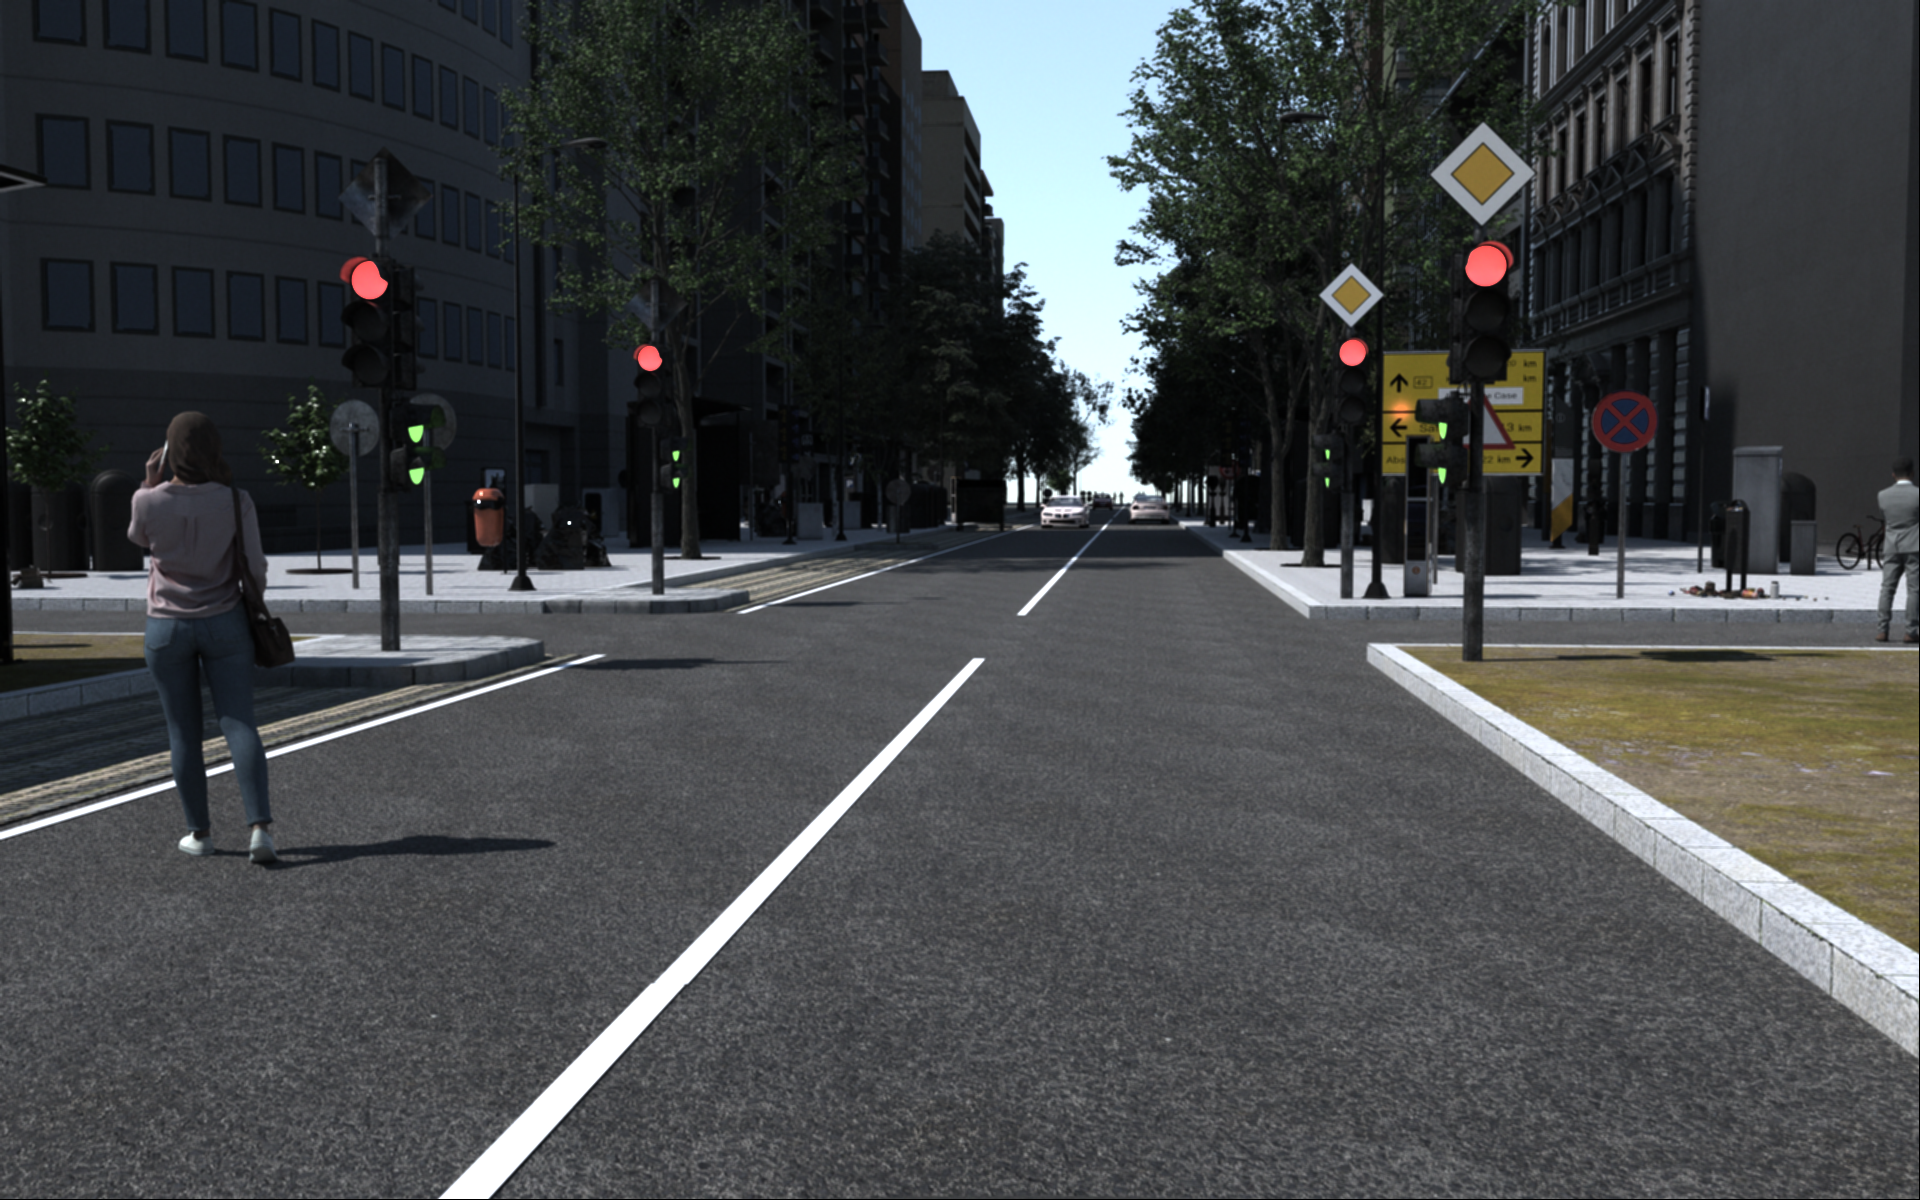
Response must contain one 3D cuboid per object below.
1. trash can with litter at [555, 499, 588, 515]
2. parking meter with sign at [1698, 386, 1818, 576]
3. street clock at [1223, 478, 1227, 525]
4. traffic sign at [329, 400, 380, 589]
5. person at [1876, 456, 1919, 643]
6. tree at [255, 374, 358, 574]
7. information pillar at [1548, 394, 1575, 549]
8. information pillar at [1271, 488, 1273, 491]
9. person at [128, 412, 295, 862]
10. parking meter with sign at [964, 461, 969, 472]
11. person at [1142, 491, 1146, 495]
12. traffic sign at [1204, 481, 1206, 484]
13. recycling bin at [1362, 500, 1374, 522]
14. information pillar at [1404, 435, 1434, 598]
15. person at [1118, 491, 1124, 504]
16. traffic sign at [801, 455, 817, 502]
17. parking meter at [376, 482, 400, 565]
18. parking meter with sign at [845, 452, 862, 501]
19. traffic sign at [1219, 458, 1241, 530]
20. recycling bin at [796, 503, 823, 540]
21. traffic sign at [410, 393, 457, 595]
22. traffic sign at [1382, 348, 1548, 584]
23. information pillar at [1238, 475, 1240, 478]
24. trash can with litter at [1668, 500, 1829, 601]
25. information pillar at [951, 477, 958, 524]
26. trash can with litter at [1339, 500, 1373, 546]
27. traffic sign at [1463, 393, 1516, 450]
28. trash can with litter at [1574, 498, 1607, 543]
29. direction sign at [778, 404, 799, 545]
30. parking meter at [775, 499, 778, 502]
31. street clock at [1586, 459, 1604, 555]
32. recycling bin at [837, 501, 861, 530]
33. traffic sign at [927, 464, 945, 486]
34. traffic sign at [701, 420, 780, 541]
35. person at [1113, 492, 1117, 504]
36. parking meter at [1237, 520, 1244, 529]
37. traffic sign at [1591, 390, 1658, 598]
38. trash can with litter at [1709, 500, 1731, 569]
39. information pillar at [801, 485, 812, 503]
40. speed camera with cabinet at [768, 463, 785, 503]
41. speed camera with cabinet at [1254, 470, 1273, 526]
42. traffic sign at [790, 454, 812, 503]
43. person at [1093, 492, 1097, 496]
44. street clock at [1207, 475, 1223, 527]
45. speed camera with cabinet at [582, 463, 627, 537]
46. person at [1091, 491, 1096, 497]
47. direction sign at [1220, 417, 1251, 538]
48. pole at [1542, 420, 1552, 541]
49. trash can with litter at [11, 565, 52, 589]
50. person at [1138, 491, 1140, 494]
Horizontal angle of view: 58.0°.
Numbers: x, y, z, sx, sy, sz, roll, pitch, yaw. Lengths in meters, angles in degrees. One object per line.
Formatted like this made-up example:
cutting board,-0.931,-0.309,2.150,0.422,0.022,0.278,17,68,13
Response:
trash can with litter,-8.534,-1.588,37.350,0.624,1.170,1.055,1,4,23
parking meter with sign,12.739,-1.919,27.644,1.738,3.016,0.543,2,4,30
street clock,10.987,-4.156,72.522,0.358,2.002,0.471,1,4,17
traffic sign,-8.197,-1.426,23.423,0.768,2.556,0.104,1,4,13
person,9.173,-0.495,16.780,0.511,1.800,0.466,3,4,36
tree,-10.544,-2.045,28.032,1.663,3.219,1.824,0,3,0
information pillar,14.087,-3.007,40.518,0.504,3.616,0.183,0,4,-1
information pillar,11.725,-3.673,64.545,0.304,2.012,0.304,3,4,36
person,-2.914,0.142,6.770,0.593,1.750,0.643,-2,4,-25
parking meter with sign,0.401,-5.927,93.172,0.543,3.016,1.738,1,4,13
person,25.179,-14.022,237.891,1.348,1.807,0.705,-1,4,-9
traffic sign,13.086,-5.492,89.803,0.884,2.594,0.081,1,4,12
recycling bin,18.928,-4.086,79.353,0.722,1.027,0.722,-1,4,-20
information pillar,5.716,-1.045,21.576,0.304,2.012,0.304,2,4,24
person,22.302,-14.139,239.755,0.705,1.814,1.350,-2,4,-34
traffic sign,-5.068,-3.478,56.969,0.768,2.556,0.104,1,4,13
parking meter,-10.329,-1.398,31.273,0.372,1.533,0.369,0,3,0
parking meter with sign,-4.468,-4.571,71.000,0.543,3.016,1.738,1,4,10
traffic sign,9.602,-3.761,61.604,0.768,2.556,0.104,1,4,13
recycling bin,-4.242,-2.217,48.810,0.722,1.027,0.722,-1,4,-9
traffic sign,-6.742,-1.335,21.932,0.768,2.556,0.104,1,4,8
traffic sign,7.077,-1.872,24.479,2.265,3.308,0.079,1,4,13
information pillar,10.783,-3.760,65.964,0.304,2.012,0.304,3,4,38
trash can with litter,9.801,-0.664,21.908,1.678,1.210,2.233,0,4,5
information pillar,-0.172,-4.312,74.988,0.304,2.012,0.304,-3,4,-38
trash can with litter,9.898,-1.920,42.782,1.055,1.170,0.624,3,5,41
traffic sign,6.220,-1.276,20.860,0.884,2.594,0.081,0,4,6
trash can with litter,16.325,-2.055,44.986,0.624,1.170,1.055,-1,4,-11
direction sign,-4.350,-3.185,44.066,0.379,3.537,0.876,2,4,30
parking meter,-9.940,-5.438,94.627,0.255,1.863,0.399,-1,4,-23
street clock,13.288,-1.938,36.264,0.358,2.002,0.471,2,4,26
recycling bin,-4.044,-3.038,62.227,0.722,1.027,0.722,-2,4,-33
traffic sign,-1.041,-4.517,73.954,0.768,2.556,0.104,1,4,12
traffic sign,-6.067,-3.288,47.632,2.265,3.308,0.079,0,4,6
person,22.233,-14.572,247.277,0.750,1.759,0.617,3,5,40
parking meter,10.410,-3.600,64.573,0.255,1.863,0.399,3,4,38
traffic sign,8.131,-1.293,21.251,0.768,2.556,0.104,1,4,15
trash can with litter,13.344,-1.128,29.832,0.624,1.170,1.055,0,4,1
information pillar,-5.762,-3.711,65.163,0.304,2.012,0.304,2,4,31
speed camera with cabinet,-8.925,-5.293,80.882,0.660,3.252,2.038,-3,4,-37
speed camera with cabinet,11.777,-4.406,66.369,0.660,3.252,2.038,1,4,22
traffic sign,-5.216,-3.430,56.079,0.884,2.594,0.081,1,4,9
person,18.738,-13.986,237.990,1.217,1.723,0.721,-2,4,-29
street clock,9.816,-3.832,67.228,0.358,2.002,0.471,-2,4,-26
speed camera with cabinet,-10.304,-3.497,51.515,2.038,3.252,0.660,2,4,30
person,15.924,-12.031,205.741,0.750,1.759,0.617,0,4,-1
direction sign,8.133,-3.621,51.195,0.876,3.537,0.379,0,4,3
pole,16.097,-3.282,47.497,0.158,3.312,0.155,0,3,0
trash can with litter,-12.961,-0.740,23.494,1.055,1.170,0.624,-3,4,-39
person,23.881,-13.596,230.878,1.350,1.814,0.705,0,4,1
